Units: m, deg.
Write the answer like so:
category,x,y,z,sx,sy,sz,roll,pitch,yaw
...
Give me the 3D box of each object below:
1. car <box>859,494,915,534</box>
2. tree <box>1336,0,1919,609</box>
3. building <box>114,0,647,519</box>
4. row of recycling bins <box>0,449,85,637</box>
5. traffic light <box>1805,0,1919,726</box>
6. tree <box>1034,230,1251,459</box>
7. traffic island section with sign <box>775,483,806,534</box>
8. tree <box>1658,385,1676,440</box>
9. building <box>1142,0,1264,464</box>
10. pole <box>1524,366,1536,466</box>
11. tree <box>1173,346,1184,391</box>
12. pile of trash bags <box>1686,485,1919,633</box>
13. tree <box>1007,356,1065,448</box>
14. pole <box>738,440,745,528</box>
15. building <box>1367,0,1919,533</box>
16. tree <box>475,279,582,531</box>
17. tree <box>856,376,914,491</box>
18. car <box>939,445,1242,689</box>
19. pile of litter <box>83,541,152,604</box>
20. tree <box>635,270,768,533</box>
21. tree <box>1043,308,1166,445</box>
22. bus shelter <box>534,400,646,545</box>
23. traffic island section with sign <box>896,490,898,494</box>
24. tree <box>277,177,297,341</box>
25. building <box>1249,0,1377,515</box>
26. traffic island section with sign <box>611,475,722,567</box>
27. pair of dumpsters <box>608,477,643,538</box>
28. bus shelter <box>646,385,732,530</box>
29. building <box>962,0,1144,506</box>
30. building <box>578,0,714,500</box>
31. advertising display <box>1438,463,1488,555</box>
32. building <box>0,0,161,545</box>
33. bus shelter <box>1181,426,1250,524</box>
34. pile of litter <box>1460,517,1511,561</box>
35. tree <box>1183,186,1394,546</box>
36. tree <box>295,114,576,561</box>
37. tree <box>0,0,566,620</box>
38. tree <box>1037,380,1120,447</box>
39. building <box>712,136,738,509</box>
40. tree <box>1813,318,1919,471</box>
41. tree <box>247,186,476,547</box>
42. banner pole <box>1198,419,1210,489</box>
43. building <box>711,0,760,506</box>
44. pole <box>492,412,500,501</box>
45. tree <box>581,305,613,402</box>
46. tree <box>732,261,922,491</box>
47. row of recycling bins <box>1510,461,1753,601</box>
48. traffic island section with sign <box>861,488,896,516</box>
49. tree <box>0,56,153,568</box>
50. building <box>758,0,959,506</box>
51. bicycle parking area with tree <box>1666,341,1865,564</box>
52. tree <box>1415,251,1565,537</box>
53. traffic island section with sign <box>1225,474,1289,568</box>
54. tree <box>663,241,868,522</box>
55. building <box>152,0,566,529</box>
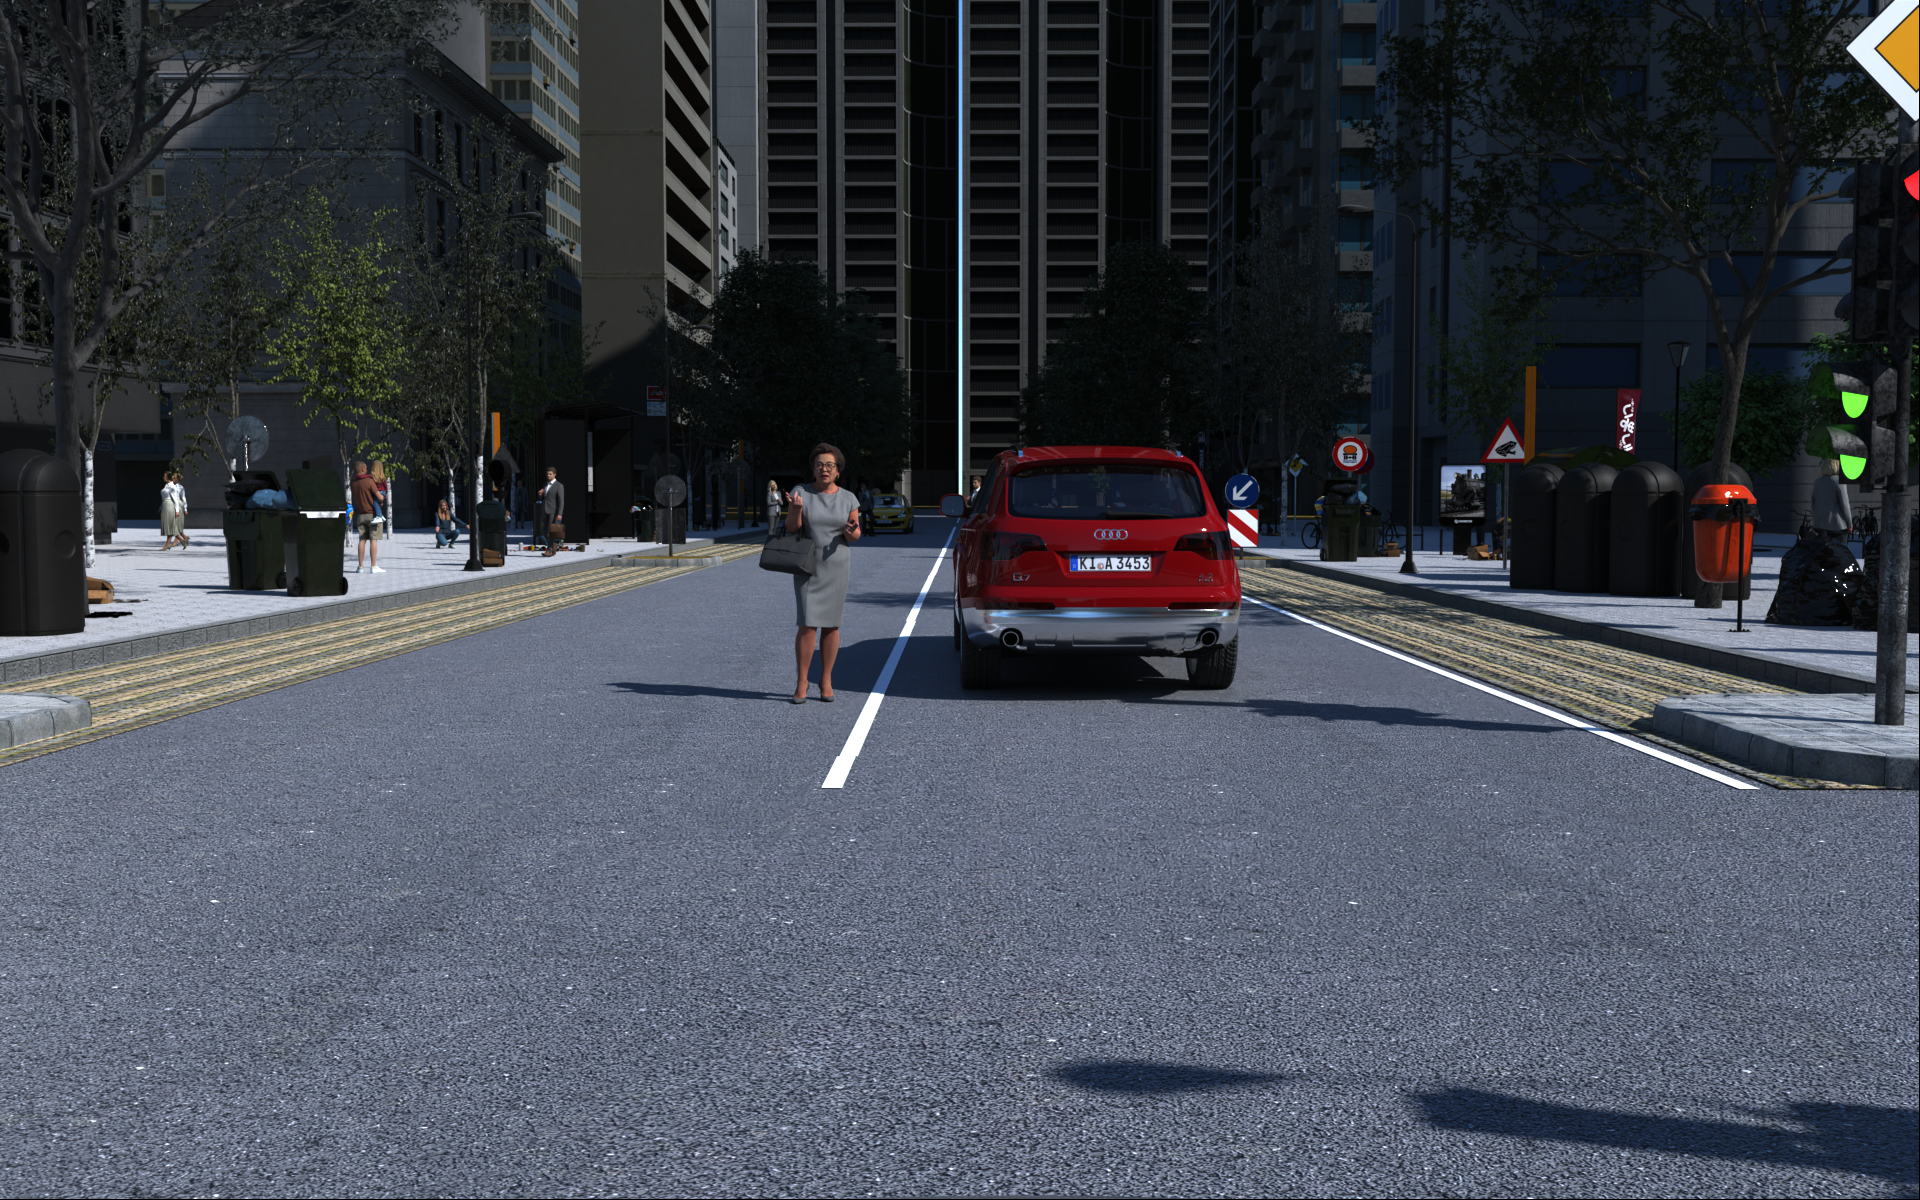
category,x,y,z,sx,sy,sz,roll,pitch,yaw
car,-2.619,-3.236,63.136,2.015,1.641,3.980,0,4,2
tree,8.418,-5.166,18.871,8.767,10.594,7.601,0,3,0
building,-34.773,-24.758,96.679,32.217,40.220,23.993,0,4,0
row of recycling bins,-9.477,-0.478,14.928,3.534,1.692,1.069,-3,5,-44
traffic light,5.166,-1.262,9.547,0.839,4.253,0.868,0,4,0
tree,7.957,-9.697,75.555,9.611,12.733,9.660,0,3,0
traffic island section with sign,-5.694,-3.292,62.448,1.989,1.847,2.006,0,4,0
tree,17.538,-3.390,39.138,4.285,4.588,4.351,0,3,0
building,31.483,-45.856,188.005,20.611,71.187,20.563,0,4,0
pole,9.133,-2.077,27.805,0.158,3.312,0.155,0,3,0
tree,8.218,-6.102,50.129,4.360,8.622,3.978,0,3,0
pile of trash bags,8.568,-0.423,16.662,3.447,1.369,1.912,-1,4,-14
tree,9.223,-15.517,160.350,9.857,13.997,8.962,0,3,0
pole,-8.241,-4.368,65.255,0.158,3.312,0.155,0,3,0
building,27.770,-32.264,69.513,21.231,58.520,28.212,0,4,0
tree,-15.533,-6.698,59.868,4.737,8.622,4.395,0,3,0
tree,-7.683,-14.050,147.848,7.486,12.596,7.792,0,3,0
car,0.976,-0.343,14.285,2.281,1.827,5.304,0,4,-1
pile of litter,-10.458,-0.384,20.250,1.719,0.858,1.176,-1,4,-15
tree,-8.811,-6.546,57.388,4.360,8.622,3.978,0,3,0
tree,8.322,-10.275,93.757,9.928,11.665,9.643,0,3,0
bus shelter,-9.841,-3.380,46.540,1.731,3.624,6.357,0,4,0
traffic island section with sign,-5.215,-7.970,138.944,1.989,1.847,2.006,0,4,0
tree,-15.323,-5.221,35.733,4.360,8.622,3.978,0,3,0
building,31.256,-30.126,112.175,23.786,49.044,30.456,0,4,0
traffic island section with sign,-5.847,-1.604,34.849,1.989,1.847,2.006,0,4,0
pair of dumpsters,-10.715,-3.046,52.303,1.574,2.255,4.437,0,4,0
bus shelter,-10.466,-5.444,66.640,2.179,5.291,8.768,0,4,0
building,10.591,-45.874,188.284,20.611,71.187,20.563,0,4,0
building,-29.262,-30.321,119.457,21.300,48.544,21.600,0,4,0
advertising display,10.529,-1.900,36.285,0.974,1.923,0.123,1,4,12
building,-27.122,-14.567,31.676,14.314,27.812,24.014,0,4,0
bus shelter,9.215,-4.366,62.675,1.731,3.624,6.357,0,4,0
pile of litter,10.379,-1.221,33.936,1.719,0.858,1.176,-2,4,-34
tree,8.171,-5.614,42.149,4.360,8.622,3.978,0,3,0
tree,-9.454,-5.058,33.066,4.360,8.622,3.978,0,3,0
tree,-9.256,-6.570,17.797,12.009,13.543,11.850,0,3,0
tree,9.170,-11.654,124.954,7.601,10.594,8.767,-1,4,-23
building,-25.736,-22.703,142.895,14.107,30.474,14.160,0,4,0
tree,13.935,-2.574,25.802,4.285,4.588,4.351,0,3,0
tree,-14.719,-5.561,41.285,4.737,8.622,4.395,0,3,0
banner pole,8.151,-4.150,57.873,0.401,3.779,0.863,-2,4,-24
building,-34.878,-39.572,189.006,28.212,58.520,21.231,0,4,0
pole,-11.611,-3.031,43.400,0.158,3.312,0.155,0,3,0
tree,-15.607,-7.192,67.950,4.737,8.622,4.395,0,3,0
tree,-8.122,-11.414,93.268,9.857,13.997,8.962,0,3,0
row of recycling bins,8.556,-0.931,22.343,1.069,1.692,3.534,-2,4,-30
traffic island section with sign,-5.373,-6.322,111.989,1.989,1.847,2.006,0,4,0
tree,-15.039,-4.875,30.065,4.360,8.622,3.978,0,3,0
building,-10.471,-45.846,187.832,20.611,71.187,20.563,0,4,0
bicycle parking area with tree,16.084,-2.788,32.583,8.231,4.147,9.016,1,4,13
tree,15.951,-6.207,51.840,4.737,8.622,4.395,0,3,0
traffic island section with sign,5.369,-1.572,34.334,1.989,1.847,2.006,0,4,0
tree,-8.775,-9.888,78.678,9.611,12.733,9.660,0,3,0
building,-24.520,-13.057,64.393,10.553,20.767,40.483,0,4,0
